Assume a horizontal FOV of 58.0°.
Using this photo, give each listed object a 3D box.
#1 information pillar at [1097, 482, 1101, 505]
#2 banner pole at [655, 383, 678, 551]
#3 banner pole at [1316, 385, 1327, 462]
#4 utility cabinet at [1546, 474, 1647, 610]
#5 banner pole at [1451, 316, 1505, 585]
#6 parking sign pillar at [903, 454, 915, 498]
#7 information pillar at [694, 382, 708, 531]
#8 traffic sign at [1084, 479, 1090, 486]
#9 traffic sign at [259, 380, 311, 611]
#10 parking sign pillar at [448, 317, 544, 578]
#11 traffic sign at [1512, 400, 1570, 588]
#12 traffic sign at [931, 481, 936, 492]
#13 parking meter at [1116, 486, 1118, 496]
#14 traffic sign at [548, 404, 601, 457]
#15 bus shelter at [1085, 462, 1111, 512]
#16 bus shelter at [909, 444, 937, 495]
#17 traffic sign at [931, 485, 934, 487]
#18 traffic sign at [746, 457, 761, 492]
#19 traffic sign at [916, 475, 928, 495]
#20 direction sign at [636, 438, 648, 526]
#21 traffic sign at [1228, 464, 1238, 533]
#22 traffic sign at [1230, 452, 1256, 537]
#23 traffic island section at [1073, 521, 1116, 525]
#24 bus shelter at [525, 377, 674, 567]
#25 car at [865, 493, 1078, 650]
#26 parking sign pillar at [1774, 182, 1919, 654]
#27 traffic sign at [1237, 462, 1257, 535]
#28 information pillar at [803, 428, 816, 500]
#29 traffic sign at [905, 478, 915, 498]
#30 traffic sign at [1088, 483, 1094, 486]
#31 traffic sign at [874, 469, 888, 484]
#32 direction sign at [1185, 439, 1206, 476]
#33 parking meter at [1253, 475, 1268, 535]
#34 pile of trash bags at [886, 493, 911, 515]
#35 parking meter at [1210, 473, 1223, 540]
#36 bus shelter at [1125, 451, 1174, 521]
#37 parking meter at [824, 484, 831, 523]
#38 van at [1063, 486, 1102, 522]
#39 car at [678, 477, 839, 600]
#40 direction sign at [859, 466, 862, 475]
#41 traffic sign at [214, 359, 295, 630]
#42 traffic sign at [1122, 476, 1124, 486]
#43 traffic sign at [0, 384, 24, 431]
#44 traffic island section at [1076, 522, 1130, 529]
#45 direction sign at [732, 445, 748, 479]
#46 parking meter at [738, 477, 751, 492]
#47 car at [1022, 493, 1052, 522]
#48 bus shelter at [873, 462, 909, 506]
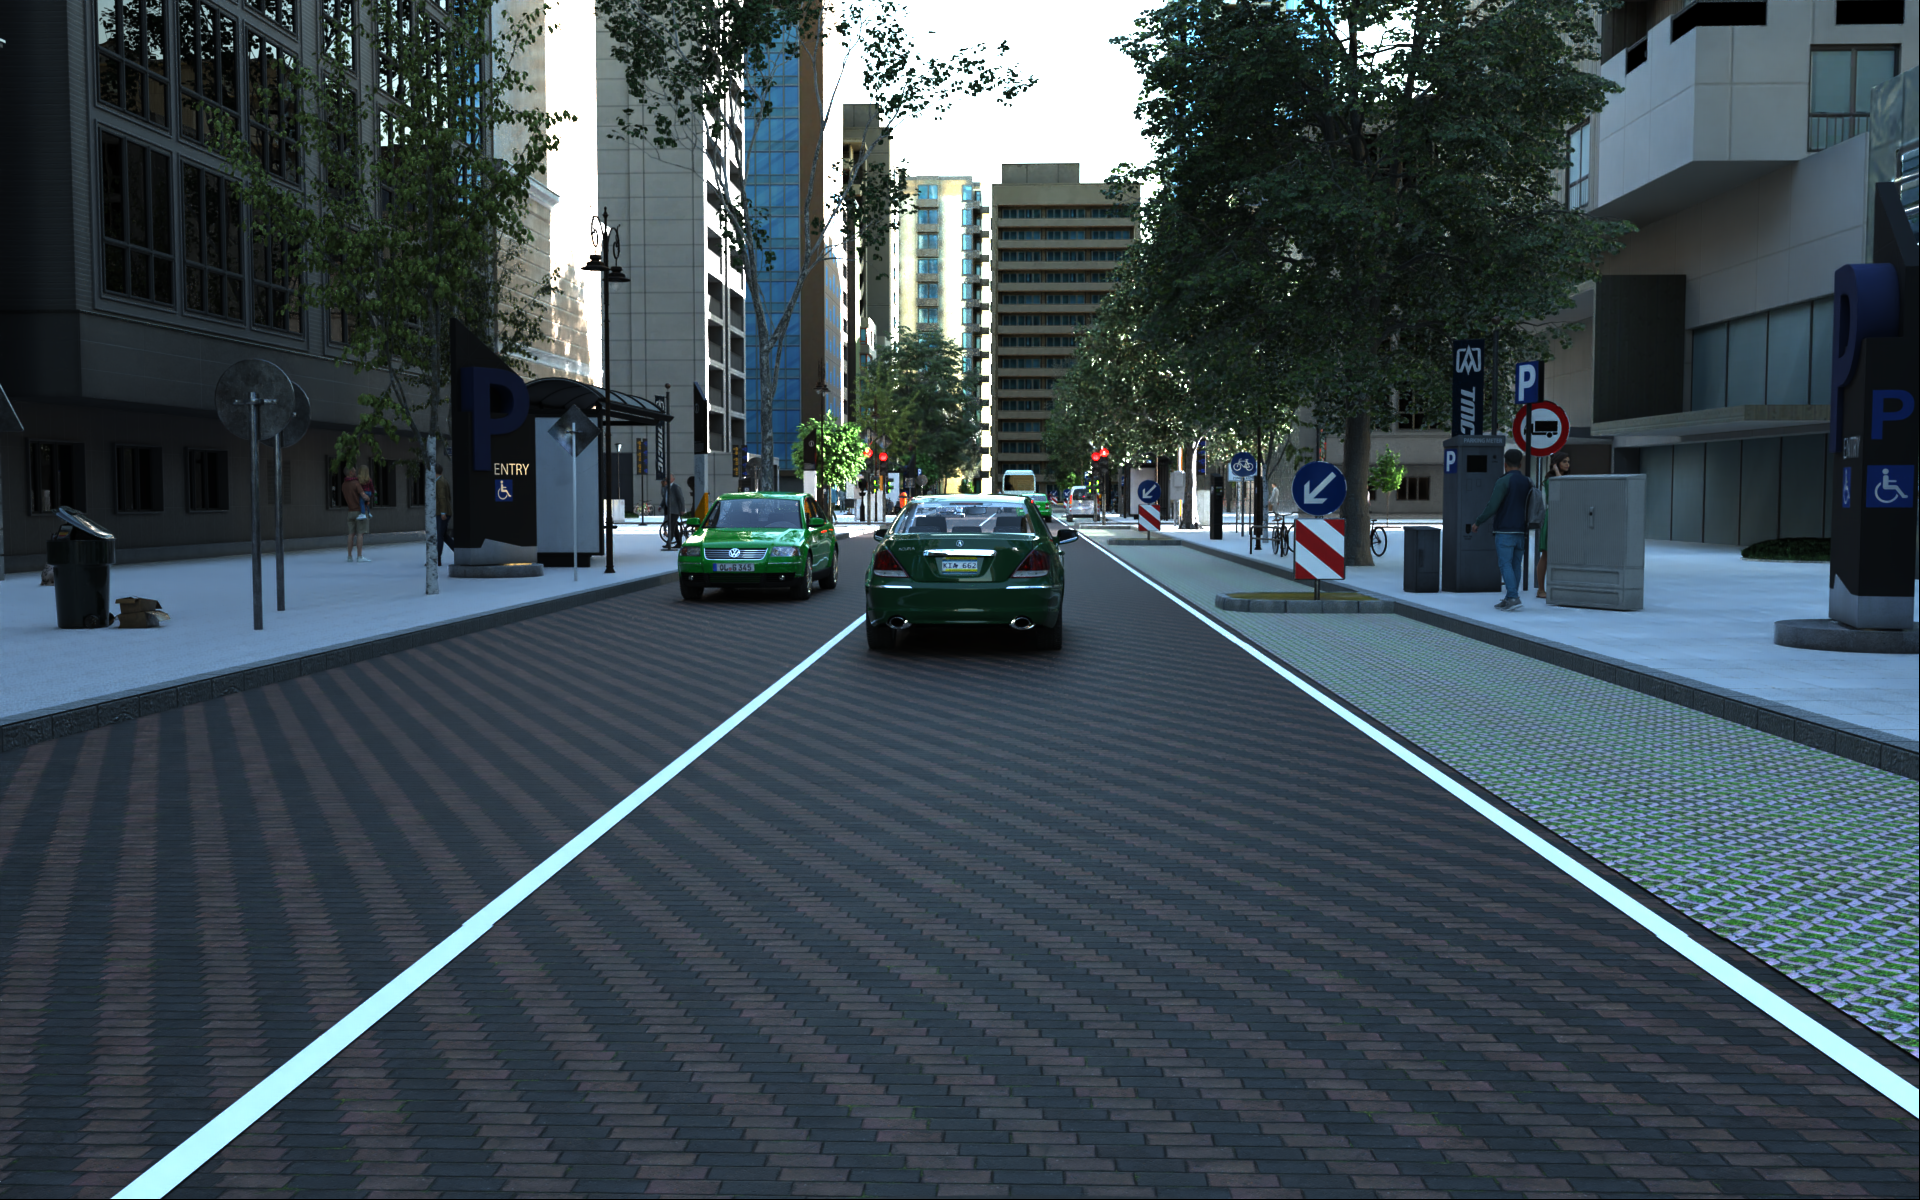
[{"bbox_3d":[9.473,-7.800,118.882,0.504,3.616,0.183,3,5,40],"label":"information pillar"},{"bbox_3d":[-6.654,-2.991,38.919,0.401,3.779,0.863,1,4,18],"label":"banner pole"},{"bbox_3d":[8.086,-2.985,38.826,0.401,3.779,0.863,0,4,-5],"label":"banner pole"},{"bbox_3d":[7.104,-0.656,19.403,0.318,1.500,1.173,-2,4,-24],"label":"utility cabinet"},{"bbox_3d":[7.358,-2.115,24.603,0.863,3.779,0.401,3,5,39],"label":"banner pole"},{"bbox_3d":[-3.433,-7.835,116.580,1.447,3.967,1.447,1,4,17],"label":"parking sign pillar"},{"bbox_3d":[-5.382,-2.729,35.966,0.183,3.616,0.504,-2,4,-35],"label":"information pillar"},{"bbox_3d":[9.970,-8.163,133.567,0.768,2.556,0.104,1,4,10],"label":"traffic sign"},{"bbox_3d":[-7.471,-1.154,18.980,0.768,2.556,0.104,1,4,10],"label":"traffic sign"},{"bbox_3d":[-7.258,-2.357,27.004,1.447,3.967,1.447,3,4,36],"label":"parking sign pillar"},{"bbox_3d":[7.883,-1.436,23.589,0.768,2.556,0.104,0,4,6],"label":"traffic sign"},{"bbox_3d":[-2.199,-8.314,138.069,0.606,2.300,0.079,0,4,5],"label":"traffic sign"},{"bbox_3d":[11.484,-7.321,125.404,0.255,1.863,0.399,-1,4,-18],"label":"parking meter"},{"bbox_3d":[-5.676,-1.574,25.463,0.795,2.593,0.064,0,4,2],"label":"traffic sign"},{"bbox_3d":[10.307,-8.408,128.747,1.731,3.624,6.357,0,4,2],"label":"bus shelter"},{"bbox_3d":[-2.971,-10.095,142.688,2.179,5.291,8.768,0,4,2],"label":"bus shelter"},{"bbox_3d":[-2.357,-8.317,136.095,0.768,2.556,0.104,1,4,8],"label":"traffic sign"},{"bbox_3d":[-7.023,-3.646,59.719,0.768,2.556,0.104,0,4,7],"label":"traffic sign"},{"bbox_3d":[-2.485,-6.895,112.839,0.768,2.556,0.104,0,4,7],"label":"traffic sign"},{"bbox_3d":[-12.907,-4.794,70.371,0.379,3.537,0.876,1,4,17],"label":"direction sign"},{"bbox_3d":[9.118,-3.358,57.030,0.606,2.300,0.079,0,4,7],"label":"traffic sign"},{"bbox_3d":[8.528,-3.186,52.195,0.768,2.556,0.104,1,4,8],"label":"traffic sign"},{"bbox_3d":[6.221,-3.489,79.329,2.009,0.180,2.903,0,4,2],"label":"traffic island section"},{"bbox_3d":[-6.948,-2.378,32.806,2.014,3.302,5.546,0,4,2],"label":"bus shelter"},{"bbox_3d":[0.129,-0.343,17.409,2.131,1.459,4.920,0,4,3],"label":"car"},{"bbox_3d":[7.660,-1.591,14.489,1.447,3.967,1.447,1,4,17],"label":"parking sign pillar"},{"bbox_3d":[9.121,-3.200,54.443,0.606,2.300,0.079,0,4,4],"label":"traffic sign"},{"bbox_3d":[-5.318,-4.293,61.550,0.504,3.616,0.183,2,4,23],"label":"information pillar"},{"bbox_3d":[-3.137,-6.529,108.879,0.606,2.300,0.079,0,4,7],"label":"traffic sign"},{"bbox_3d":[9.661,-7.658,125.211,0.884,2.594,0.081,0,4,3],"label":"traffic sign"},{"bbox_3d":[-4.054,-5.420,88.720,0.768,2.556,0.104,0,4,8],"label":"traffic sign"},{"bbox_3d":[9.620,-4.826,70.900,0.876,3.537,0.379,2,4,25],"label":"direction sign"},{"bbox_3d":[9.405,-2.963,54.163,0.255,1.863,0.399,-3,5,-39],"label":"parking meter"},{"bbox_3d":[-3.721,-5.775,104.177,1.912,1.369,3.447,-1,4,-15],"label":"pile of trash bags"},{"bbox_3d":[7.227,-2.636,48.805,0.255,1.863,0.399,-1,4,-13],"label":"parking meter"},{"bbox_3d":[9.234,-5.568,84.959,2.014,3.302,5.546,0,4,2],"label":"bus shelter"},{"bbox_3d":[-5.535,-4.052,71.966,0.255,1.863,0.399,-3,5,-45],"label":"parking meter"},{"bbox_3d":[6.337,-5.026,89.181,2.013,2.044,4.112,0,4,2],"label":"van"},{"bbox_3d":[-2.836,-0.987,24.935,1.959,1.807,4.718,0,4,3],"label":"car"},{"bbox_3d":[-5.655,-6.486,98.047,0.379,3.537,0.876,-1,4,-12],"label":"direction sign"},{"bbox_3d":[-6.644,-0.992,16.323,0.768,2.556,0.104,0,4,2],"label":"traffic sign"},{"bbox_3d":[11.384,-7.283,119.175,0.768,2.556,0.104,1,4,9],"label":"traffic sign"},{"bbox_3d":[-8.348,-0.900,14.719,0.884,2.594,0.081,1,4,12],"label":"traffic sign"},{"bbox_3d":[5.945,-3.001,71.349,2.009,0.180,2.903,0,4,2],"label":"traffic island section"},{"bbox_3d":[-10.127,-5.369,79.786,0.379,3.537,0.876,3,5,42],"label":"direction sign"},{"bbox_3d":[-7.181,-3.183,57.750,0.399,1.863,0.255,-2,4,-35],"label":"parking meter"},{"bbox_3d":[3.777,-4.909,89.051,1.959,1.807,4.718,0,4,1],"label":"car"},{"bbox_3d":[-4.461,-7.210,111.814,2.014,3.302,5.546,0,4,2],"label":"bus shelter"}]
